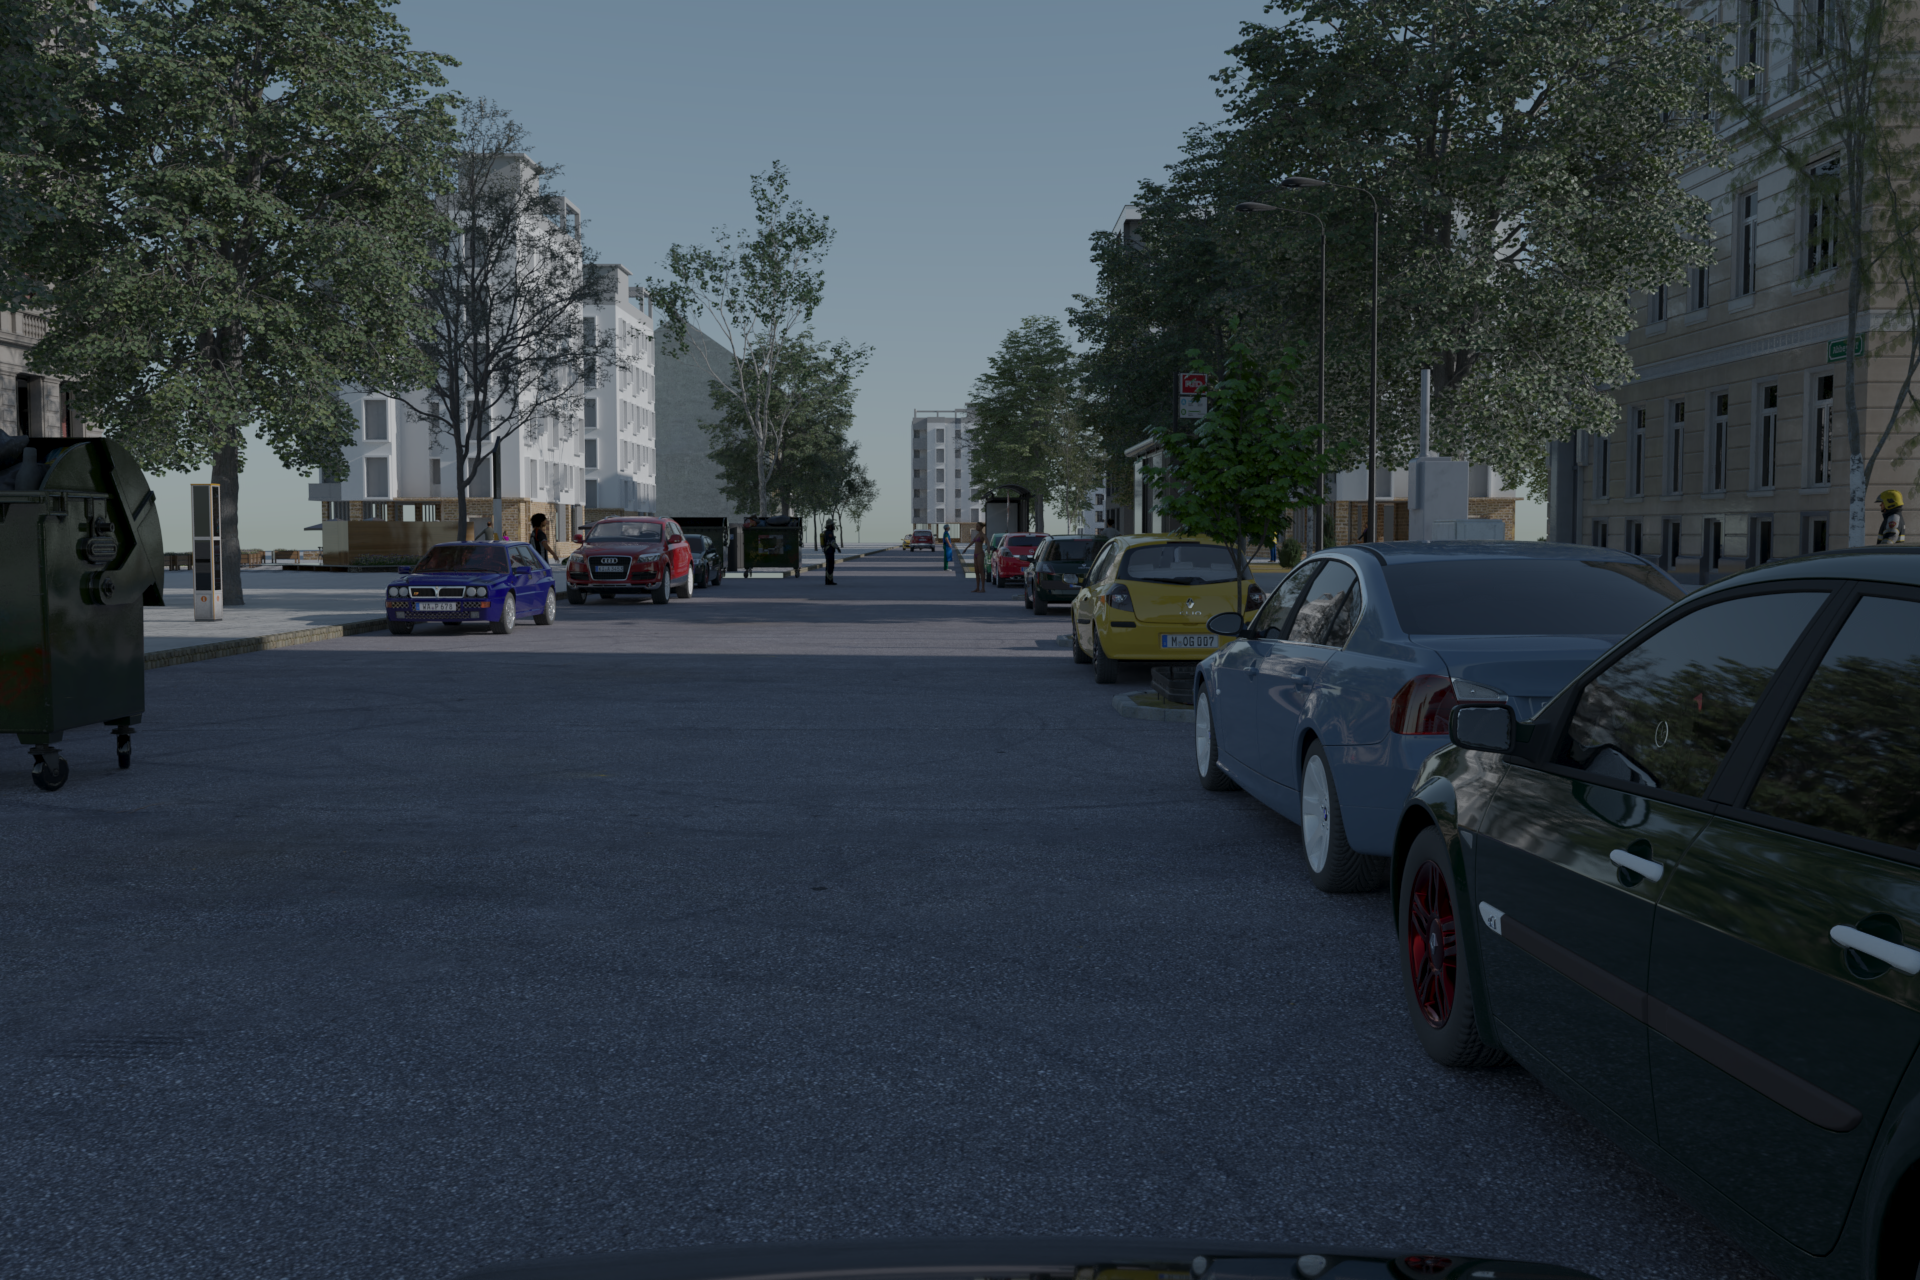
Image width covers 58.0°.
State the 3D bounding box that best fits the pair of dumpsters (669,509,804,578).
[{"bbox_3d":[-7.357,-3.167,56.736,4.436,2.255,1.574,0,4,0],"label":"pair of dumpsters"}]

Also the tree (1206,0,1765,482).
[{"bbox_3d":[8.473,-7.545,30.014,9.857,13.997,8.962,0,3,0],"label":"tree"}]

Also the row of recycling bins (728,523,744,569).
[{"bbox_3d":[-8.454,-3.588,65.770,1.069,1.692,3.534,0,4,0],"label":"row of recycling bins"}]

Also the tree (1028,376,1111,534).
[{"bbox_3d":[4.909,-8.017,81.437,4.360,8.622,3.978,0,3,0],"label":"tree"}]

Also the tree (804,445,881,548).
[{"bbox_3d":[-11.104,-13.829,160.509,8.767,10.594,7.601,-3,4,-37],"label":"tree"}]

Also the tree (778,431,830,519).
[{"bbox_3d":[-10.690,-10.177,116.762,4.737,8.622,4.395,0,3,0],"label":"tree"}]

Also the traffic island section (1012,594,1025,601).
[{"bbox_3d":[2.139,-0.927,38.021,1.991,0.108,1.994,0,4,0],"label":"traffic island section"}]

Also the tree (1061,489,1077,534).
[{"bbox_3d":[16.799,-18.167,247.391,4.360,8.622,3.978,0,3,0],"label":"tree"}]

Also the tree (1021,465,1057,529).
[{"bbox_3d":[5.005,-10.549,122.840,4.737,8.622,4.395,0,3,0],"label":"tree"}]

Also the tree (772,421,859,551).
[{"bbox_3d":[-11.168,-11.980,130.292,7.601,10.594,8.767,-2,4,-31],"label":"tree"}]

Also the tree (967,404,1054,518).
[{"bbox_3d":[4.233,-13.936,145.980,7.486,12.596,7.792,0,3,0],"label":"tree"}]

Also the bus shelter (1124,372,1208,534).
[{"bbox_3d":[5.098,-3.852,40.615,2.179,5.291,8.768,0,4,0],"label":"bus shelter"}]

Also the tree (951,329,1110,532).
[{"bbox_3d":[4.609,-11.772,102.845,12.009,13.543,11.850,0,3,0],"label":"tree"}]

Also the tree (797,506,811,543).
[{"bbox_3d":[-22.757,-18.548,253.619,4.737,8.622,4.395,0,3,0],"label":"tree"}]

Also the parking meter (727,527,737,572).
[{"bbox_3d":[-7.805,-3.109,59.247,0.372,1.533,0.369,0,3,0],"label":"parking meter"}]

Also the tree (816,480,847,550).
[{"bbox_3d":[-11.172,-11.649,140.823,4.737,8.622,4.395,0,3,0],"label":"tree"}]

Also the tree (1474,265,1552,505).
[{"bbox_3d":[25.270,-9.497,73.403,7.486,12.596,7.792,0,3,0],"label":"tree"}]

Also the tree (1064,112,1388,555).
[{"bbox_3d":[8.194,-8.865,51.591,9.857,13.997,8.962,0,3,0],"label":"tree"}]

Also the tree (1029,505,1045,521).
[{"bbox_3d":[9.056,-19.536,253.833,7.601,10.594,8.767,0,4,1],"label":"tree"}]

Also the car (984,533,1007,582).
[{"bbox_3d":[1.621,-2.694,52.836,1.959,1.807,4.718,0,4,-1],"label":"car"}]

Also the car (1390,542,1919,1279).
[{"bbox_3d":[2.141,0.386,3.481,2.009,1.686,4.222,0,4,-1],"label":"car"}]

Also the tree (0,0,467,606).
[{"bbox_3d":[-13.371,-7.609,31.057,9.857,13.997,8.962,0,3,0],"label":"tree"}]

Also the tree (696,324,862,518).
[{"bbox_3d":[-10.731,-12.121,104.837,9.857,13.997,8.962,0,3,0],"label":"tree"}]

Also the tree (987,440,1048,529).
[{"bbox_3d":[4.112,-10.110,115.662,4.737,8.622,4.395,0,3,0],"label":"tree"}]

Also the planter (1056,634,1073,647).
[{"bbox_3d":[2.265,-0.088,22.584,1.991,0.319,1.994,0,4,1],"label":"planter"}]

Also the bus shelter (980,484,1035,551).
[{"bbox_3d":[1.952,-4.803,72.460,2.014,3.302,5.546,0,4,-2],"label":"bus shelter"}]

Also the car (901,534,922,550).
[{"bbox_3d":[-4.195,-8.732,152.987,2.015,1.641,3.980,0,4,0],"label":"car"}]

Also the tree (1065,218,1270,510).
[{"bbox_3d":[8.976,-9.890,68.355,9.857,13.997,8.962,0,3,0],"label":"tree"}]

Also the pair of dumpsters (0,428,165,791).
[{"bbox_3d":[-7.102,-0.307,9.967,4.436,2.255,1.574,0,4,0],"label":"pair of dumpsters"}]

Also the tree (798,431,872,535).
[{"bbox_3d":[-11.206,-13.140,149.249,8.767,10.594,7.601,2,4,34],"label":"tree"}]

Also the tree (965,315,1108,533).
[{"bbox_3d":[3.803,-10.533,90.335,7.486,12.596,7.792,0,3,0],"label":"tree"}]

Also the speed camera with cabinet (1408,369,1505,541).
[{"bbox_3d":[5.787,-1.584,20.238,0.660,3.252,2.038,0,4,0],"label":"speed camera with cabinet"}]

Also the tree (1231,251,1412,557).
[{"bbox_3d":[8.558,-5.544,41.013,4.737,8.622,4.395,0,3,0],"label":"tree"}]

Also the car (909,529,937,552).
[{"bbox_3d":[-3.042,-8.093,140.996,2.281,1.827,5.304,0,4,-1],"label":"car"}]

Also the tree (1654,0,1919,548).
[{"bbox_3d":[8.341,-4.038,16.389,4.360,8.622,3.978,0,3,0],"label":"tree"}]

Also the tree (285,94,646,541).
[{"bbox_3d":[-13.760,-8.414,47.937,12.009,13.543,11.850,0,3,0],"label":"tree"}]

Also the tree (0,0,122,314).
[{"bbox_3d":[-13.581,-6.771,17.363,9.857,13.997,8.962,0,3,0],"label":"tree"}]

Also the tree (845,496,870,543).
[{"bbox_3d":[-15.024,-18.530,253.332,4.737,8.622,4.395,0,3,0],"label":"tree"}]

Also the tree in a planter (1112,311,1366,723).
[{"bbox_3d":[2.264,-1.025,13.979,1.991,3.239,1.994,0,4,-1],"label":"tree in a planter"}]

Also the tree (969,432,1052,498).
[{"bbox_3d":[4.705,-14.150,157.113,9.928,11.665,9.643,0,3,0],"label":"tree"}]

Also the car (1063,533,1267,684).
[{"bbox_3d":[2.113,-0.477,18.016,2.015,1.641,3.980,0,4,-1],"label":"car"}]

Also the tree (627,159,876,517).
[{"bbox_3d":[-10.809,-14.328,90.158,12.611,20.169,13.585,0,3,0],"label":"tree"}]

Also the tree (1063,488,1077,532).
[{"bbox_3d":[17.022,-18.443,251.911,4.360,8.622,3.978,0,3,0],"label":"tree"}]
